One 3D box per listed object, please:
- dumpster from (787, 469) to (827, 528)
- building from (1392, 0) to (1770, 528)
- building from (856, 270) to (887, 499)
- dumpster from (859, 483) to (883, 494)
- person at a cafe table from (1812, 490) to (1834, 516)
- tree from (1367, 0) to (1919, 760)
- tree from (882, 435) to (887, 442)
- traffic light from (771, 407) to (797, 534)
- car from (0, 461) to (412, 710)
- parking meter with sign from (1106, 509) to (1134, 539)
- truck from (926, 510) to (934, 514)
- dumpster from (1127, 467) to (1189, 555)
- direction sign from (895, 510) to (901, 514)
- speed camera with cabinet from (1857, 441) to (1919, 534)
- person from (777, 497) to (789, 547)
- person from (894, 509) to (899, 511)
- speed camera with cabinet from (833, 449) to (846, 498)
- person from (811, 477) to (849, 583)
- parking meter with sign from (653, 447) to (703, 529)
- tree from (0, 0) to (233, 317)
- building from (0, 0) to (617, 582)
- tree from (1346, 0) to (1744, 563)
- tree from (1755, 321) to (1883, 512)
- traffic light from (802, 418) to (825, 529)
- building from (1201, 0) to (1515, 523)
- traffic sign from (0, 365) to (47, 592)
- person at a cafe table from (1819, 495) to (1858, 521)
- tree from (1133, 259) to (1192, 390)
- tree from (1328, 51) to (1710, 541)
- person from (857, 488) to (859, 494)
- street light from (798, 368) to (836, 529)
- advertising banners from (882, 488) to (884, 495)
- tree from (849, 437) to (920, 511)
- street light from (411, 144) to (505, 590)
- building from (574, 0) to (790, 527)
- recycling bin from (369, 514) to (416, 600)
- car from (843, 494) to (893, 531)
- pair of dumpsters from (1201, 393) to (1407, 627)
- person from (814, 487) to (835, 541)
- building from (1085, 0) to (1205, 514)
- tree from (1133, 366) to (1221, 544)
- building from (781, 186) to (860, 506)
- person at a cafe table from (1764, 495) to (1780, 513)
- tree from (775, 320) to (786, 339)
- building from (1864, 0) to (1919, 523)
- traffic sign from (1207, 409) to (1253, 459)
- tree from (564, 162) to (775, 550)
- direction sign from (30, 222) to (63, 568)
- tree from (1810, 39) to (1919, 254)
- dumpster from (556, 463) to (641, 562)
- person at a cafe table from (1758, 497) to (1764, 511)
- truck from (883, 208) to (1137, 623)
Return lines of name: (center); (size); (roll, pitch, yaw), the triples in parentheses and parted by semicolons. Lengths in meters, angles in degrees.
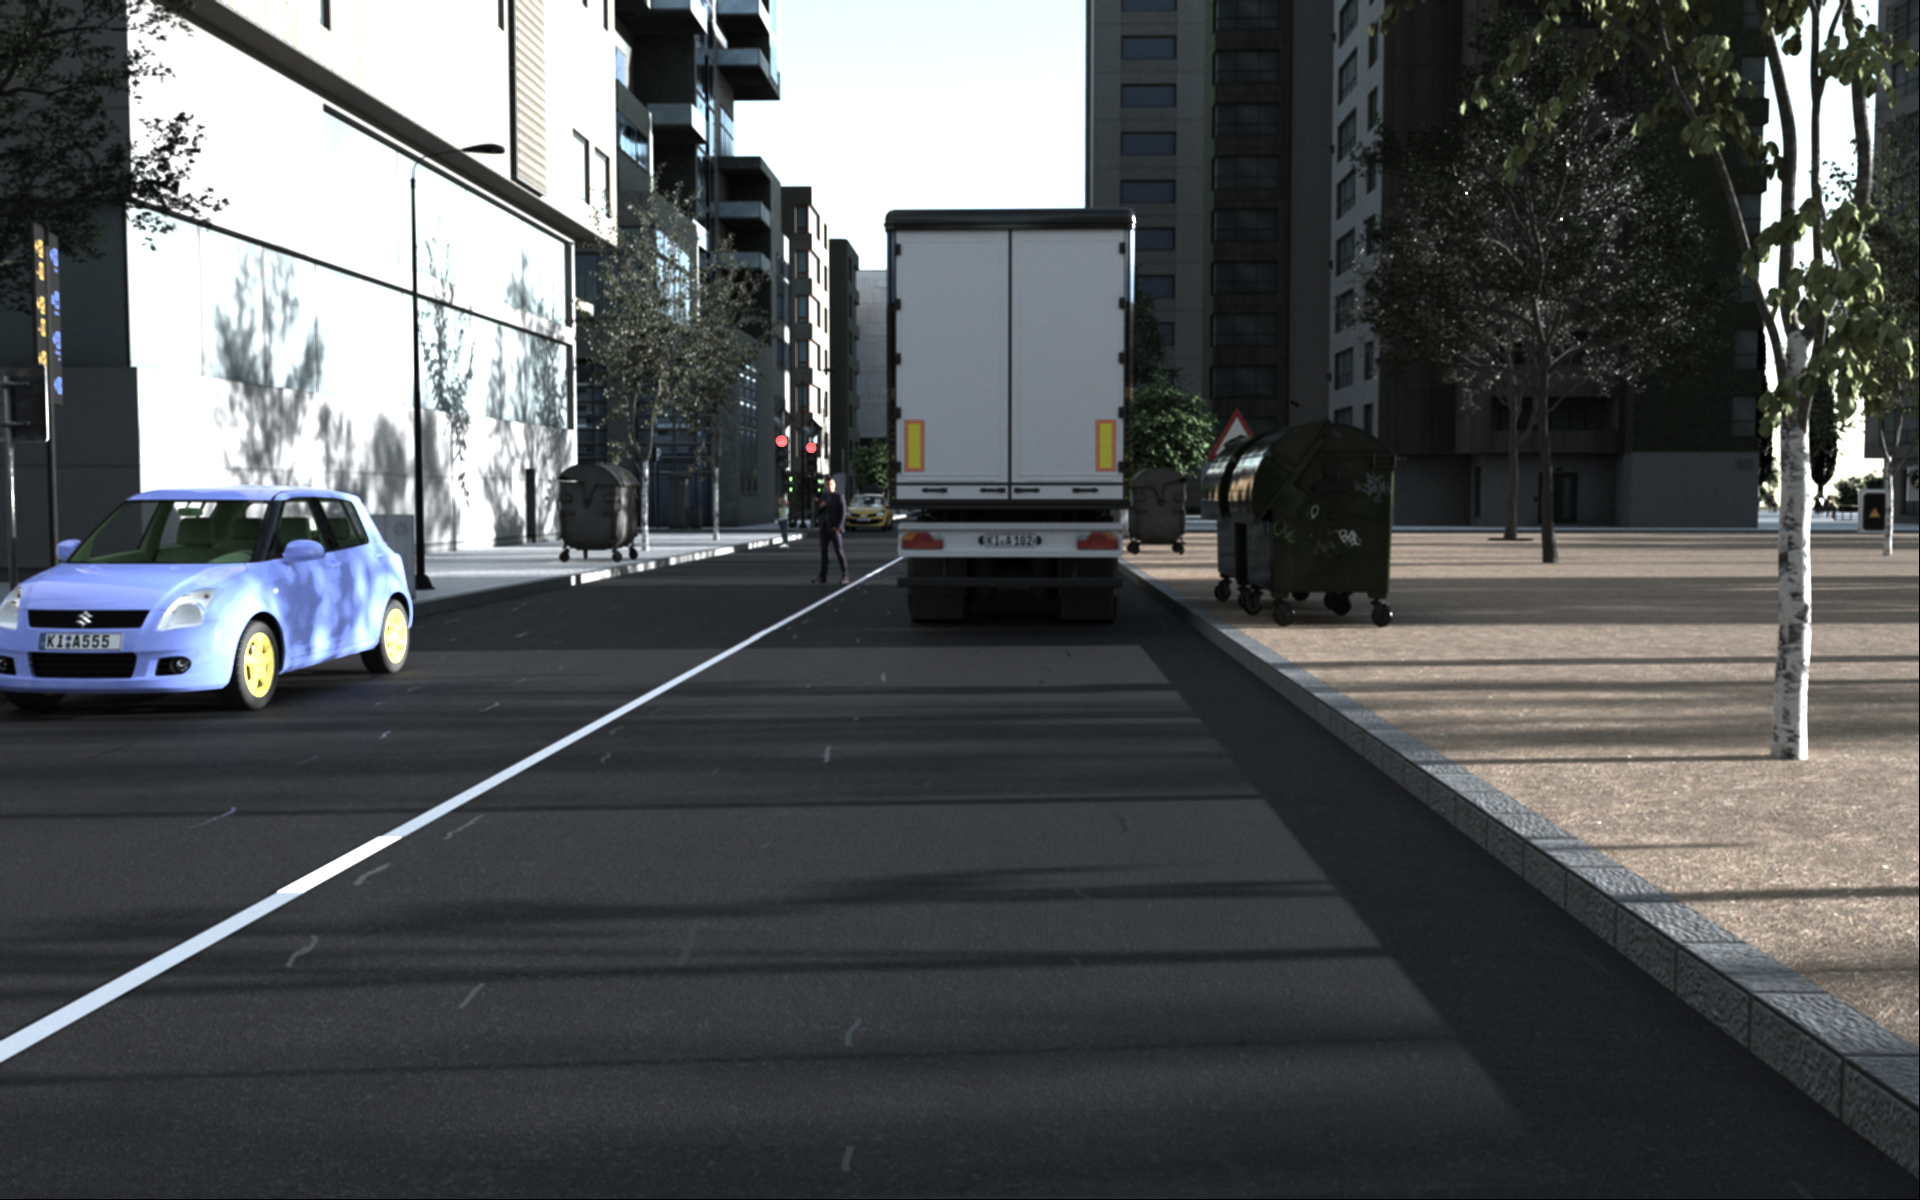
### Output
dumpster: (-5.904, -3.891, 66.119); (1.502, 2.255, 1.985); (0, 4, 2)
building: (23.570, -18.358, 71.858); (14.107, 30.474, 14.160); (0, 4, 2)
building: (-20.227, -19.094, 156.164); (27.936, 21.610, 32.646); (0, 4, 2)
dumpster: (-4.912, -5.452, 94.902); (1.264, 1.857, 1.865); (0, 4, 2)
person at a cafe table: (50.063, -5.657, 101.011); (1.698, 1.524, 1.622); (2, 4, 28)
tree: (3.798, -3.535, 8.157); (4.737, 8.622, 4.395); (0, 3, 0)
tree: (-4.192, -11.566, 139.458); (4.737, 8.622, 4.395); (0, 3, 0)
traffic light: (-5.707, -4.104, 56.022); (0.839, 4.253, 0.868); (0, 4, 2)
car: (-5.423, -0.188, 12.663); (1.945, 1.707, 3.694); (0, 4, 3)
parking meter with sign: (4.611, -3.282, 49.918); (0.543, 3.016, 1.738); (2, 4, 32)
truck: (-0.996, -7.767, 122.922); (3.469, 3.379, 9.791); (0, 4, 3)
dumpster: (4.253, -1.933, 37.366); (1.264, 1.857, 1.865); (0, 4, 2)
direction sign: (-4.083, -7.454, 113.867); (0.379, 3.537, 0.876); (0, 4, 0)
speed camera with cabinet: (29.844, -3.727, 55.280); (2.038, 3.252, 0.660); (2, 4, 25)
person: (-4.750, -2.091, 46.592); (0.435, 1.345, 0.340); (2, 4, 29)
person: (-4.743, -7.468, 128.272); (0.598, 1.807, 0.434); (1, 4, 11)
speed camera with cabinet: (-5.378, -5.033, 76.628); (0.660, 3.252, 2.038); (0, 4, -5)
person: (-2.088, -1.131, 27.915); (0.541, 1.710, 0.530); (3, 5, 40)
parking meter with sign: (-10.389, -4.141, 63.967); (1.738, 3.016, 0.543); (1, 4, 13)
tree: (-12.486, -5.232, 19.948); (8.767, 10.594, 7.601); (0, 4, -2)
building: (-23.641, -27.436, 37.811); (27.495, 52.752, 28.713); (0, 4, 2)
tree: (10.728, -5.981, 32.199); (7.601, 10.594, 8.767); (2, 4, 24)
tree: (59.685, -13.817, 127.723); (18.604, 14.587, 13.155); (0, 4, -1)
traffic light: (-5.440, -4.592, 64.002); (0.839, 4.253, 0.868); (0, 4, 2)
building: (19.542, -19.498, 90.501); (14.160, 30.474, 14.107); (0, 4, 2)
traffic sign: (-7.524, -0.710, 13.739); (0.606, 2.300, 0.079); (0, 4, 4)
person at a cafe table: (42.762, -4.489, 84.251); (1.698, 1.238, 1.726); (-3, 5, -44)
tree: (5.463, -9.678, 75.245); (9.611, 12.733, 9.660); (0, 3, 0)
tree: (15.423, -8.395, 47.622); (12.009, 13.543, 11.850); (0, 3, 0)
person: (-8.393, -8.121, 139.276); (0.683, 1.767, 0.568); (-2, 4, -33)
street light: (-5.294, -5.605, 64.188); (1.470, 5.913, 1.316); (0, 4, 2)
advertising banners: (-4.692, -6.607, 104.211); (0.090, 3.025, 2.074); (-1, 4, -10)
tree: (-4.766, -7.072, 99.349); (4.285, 4.588, 4.351); (0, 3, 0)
street light: (-6.728, -3.094, 23.135); (1.470, 5.913, 1.316); (0, 4, 2)
building: (-19.266, -46.939, 80.126); (22.319, 86.520, 31.000); (0, 4, 2)
recycling bin: (-7.103, -0.525, 21.144); (0.722, 1.027, 0.722); (-2, 4, -32)
car: (-3.600, -3.536, 68.035); (2.015, 1.641, 3.980); (0, 4, 2)
pair of dumpsters: (3.618, -0.991, 18.700); (1.574, 2.255, 4.437); (0, 4, 2)
person: (-4.078, -2.712, 53.378); (0.750, 1.759, 0.617); (-2, 4, -30)
building: (19.412, -35.555, 123.331); (21.231, 58.520, 28.212); (0, 4, 2)
tree: (5.047, -3.729, 44.681); (4.285, 4.588, 4.351); (0, 3, 0)
building: (-21.628, -16.350, 112.357); (27.650, 21.520, 28.899); (0, 4, 2)
person at a cafe table: (55.716, -6.559, 118.103); (1.698, 1.238, 1.726); (0, 4, -7)
tree: (-7.048, -5.979, 48.112); (4.360, 8.622, 3.978); (0, 3, 0)
building: (47.729, -23.672, 70.640); (14.086, 41.232, 14.154); (0, 4, 2)
traffic sign: (4.224, -1.621, 26.499); (0.884, 2.594, 0.081); (0, 4, 4)
tree: (-7.103, -5.449, 39.452); (4.360, 8.622, 3.978); (0, 3, 0)
direction sign: (-7.828, -1.401, 14.911); (0.379, 3.537, 0.876); (-1, 4, -16)
tree: (14.458, -4.509, 24.091); (4.360, 8.622, 3.978); (0, 3, 0)
dumpster: (-6.944, -1.683, 33.272); (1.264, 1.857, 1.865); (0, 4, 2)
person at a cafe table: (52.737, -6.548, 115.574); (1.698, 1.524, 1.622); (-1, 4, -9)
truck: (0.745, -2.062, 22.630); (2.839, 4.237, 11.283); (0, 4, 3)
